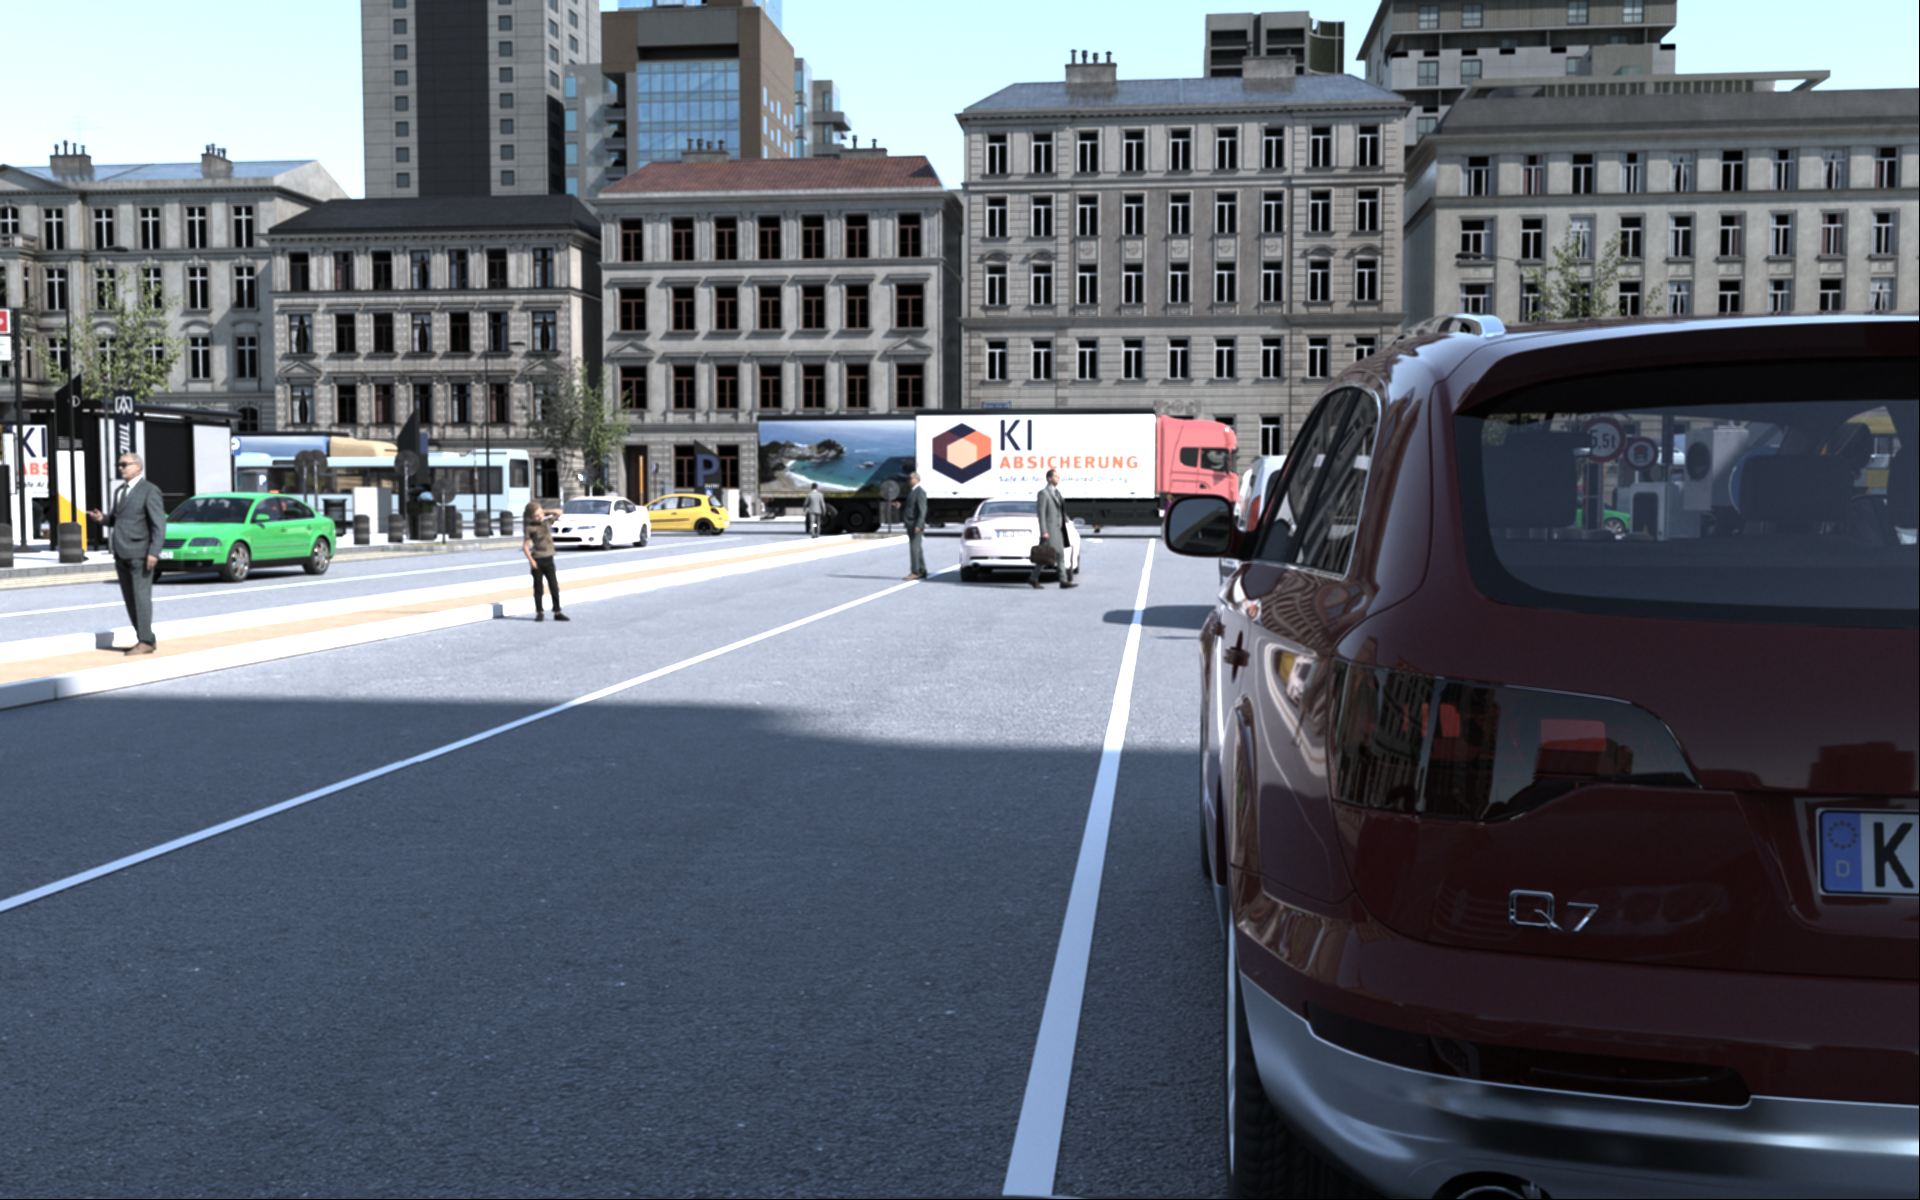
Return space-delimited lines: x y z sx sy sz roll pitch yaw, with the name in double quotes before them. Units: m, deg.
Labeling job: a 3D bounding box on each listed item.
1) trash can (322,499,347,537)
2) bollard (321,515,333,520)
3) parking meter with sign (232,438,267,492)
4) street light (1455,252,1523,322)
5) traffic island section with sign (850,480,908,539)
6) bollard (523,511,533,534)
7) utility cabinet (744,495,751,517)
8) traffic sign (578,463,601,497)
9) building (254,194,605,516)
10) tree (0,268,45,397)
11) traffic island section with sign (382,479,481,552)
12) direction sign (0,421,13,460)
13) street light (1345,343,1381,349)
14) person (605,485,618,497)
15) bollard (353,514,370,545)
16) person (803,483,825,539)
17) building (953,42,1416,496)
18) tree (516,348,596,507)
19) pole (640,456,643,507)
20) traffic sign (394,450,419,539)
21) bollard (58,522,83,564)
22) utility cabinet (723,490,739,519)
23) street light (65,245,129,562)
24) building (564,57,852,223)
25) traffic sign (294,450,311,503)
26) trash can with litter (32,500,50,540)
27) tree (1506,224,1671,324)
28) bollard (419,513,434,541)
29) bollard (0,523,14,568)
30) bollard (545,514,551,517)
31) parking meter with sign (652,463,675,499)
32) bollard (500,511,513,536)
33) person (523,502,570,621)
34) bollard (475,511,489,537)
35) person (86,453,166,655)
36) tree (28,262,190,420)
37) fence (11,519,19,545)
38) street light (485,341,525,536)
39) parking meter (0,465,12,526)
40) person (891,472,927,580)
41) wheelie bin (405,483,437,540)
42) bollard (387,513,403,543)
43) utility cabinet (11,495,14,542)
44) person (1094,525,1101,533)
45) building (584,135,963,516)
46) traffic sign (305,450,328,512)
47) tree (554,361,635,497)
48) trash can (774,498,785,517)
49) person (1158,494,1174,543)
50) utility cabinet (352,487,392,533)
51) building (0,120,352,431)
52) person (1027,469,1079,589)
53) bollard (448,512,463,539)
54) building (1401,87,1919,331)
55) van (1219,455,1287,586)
"trash can" -18.681 -2.453 51.757 0.748 1.137 0.748 0 3 0
"bollard" -15.321 -1.652 41.733 0.404 0.777 0.398 0 3 0
"parking meter with sign" -21.717 -3.488 53.294 1.738 3.016 0.543 1 4 23
"street light" 10.188 -3.716 33.291 1.470 5.913 1.316 0 4 7
"traffic island section with sign" -2.353 -2.893 55.444 2.006 1.907 1.989 0 4 7
"bollard" -13.746 -2.482 55.291 0.404 0.777 0.398 0 3 0
"utility cabinet" -11.897 -5.244 96.906 0.306 1.237 1.020 0 4 1
"traffic sign" -12.032 -3.219 56.268 0.795 2.450 0.064 0 4 7
"building" -30.543 -14.668 104.444 19.286 19.102 10.561 0 4 7
"tree" -24.082 -5.509 40.427 4.360 8.622 3.978 0 3 0
"traffic island section with sign" -13.201 -2.139 43.607 1.989 1.847 2.006 0 4 7
"direction sign" -29.660 -3.782 53.833 0.379 3.537 0.876 0 4 3
"street light" 12.529 -4.943 53.353 1.470 5.913 1.316 0 4 7
"person" -13.414 -3.554 66.961 0.716 1.782 0.532 -2 4 -33
"bollard" -15.094 -1.771 43.680 0.404 0.777 0.398 0 3 0
"person" -4.546 -2.772 54.098 0.678 1.792 0.850 0 4 -8
"building" 12.802 -18.601 101.382 25.104 27.353 12.463 0 4 7
"tree" -20.084 -8.355 86.967 4.360 8.622 3.978 0 3 0
"pole" -17.011 -6.033 92.485 0.158 3.312 0.155 0 3 0
"traffic sign" -15.958 -3.047 49.919 0.768 2.556 0.104 1 4 11
"bollard" -16.451 -1.058 32.023 0.404 0.777 0.398 0 3 0
"utility cabinet" -11.675 -4.869 88.283 0.318 1.500 1.173 1 4 19
"street light" -16.223 -3.671 32.570 1.470 5.913 1.316 0 4 7
"building" -27.734 -35.003 191.905 30.456 49.044 23.786 0 4 7
"traffic sign" -19.051 -3.076 50.396 0.768 2.556 0.104 1 4 15
"trash can with litter" -25.882 -2.286 48.765 1.055 1.170 0.624 0 4 2
"tree" 17.385 -5.980 48.131 4.737 8.622 4.395 0 3 0
"bollard" -14.647 -2.008 47.548 0.404 0.777 0.398 0 3 0
"bollard" -16.674 -0.940 30.091 0.404 0.777 0.398 0 3 0
"bollard" -13.515 -2.601 57.242 0.404 0.777 0.398 0 3 0
"parking meter with sign" -16.526 -6.226 98.057 1.738 3.016 0.543 -3 5 -39
"bollard" -13.972 -2.363 53.358 0.404 0.777 0.398 0 3 0
"person" -4.670 -0.436 19.538 0.435 1.345 0.340 -3 4 -37
"bollard" -14.192 -2.245 51.426 0.404 0.777 0.398 0 3 0
"person" -7.443 -0.417 15.491 0.661 1.801 0.590 2 4 26
"tree" -26.313 -6.352 54.212 4.737 8.622 4.395 0 3 0
"fence" -24.745 -1.733 43.706 2.069 0.683 0.278 1 4 13
"street light" -13.918 -4.915 52.909 1.470 5.913 1.316 0 4 7
"parking meter" -19.193 -1.766 34.590 0.399 1.863 0.255 1 4 15
"person" -0.825 -1.248 29.082 0.590 1.801 0.661 -1 4 -20
"wheelie bin" -15.051 -2.479 48.445 0.980 1.594 0.693 1 4 21
"bollard" -14.874 -1.890 45.613 0.404 0.777 0.398 0 3 0
"utility cabinet" -25.200 -2.211 44.833 1.173 1.500 0.318 -2 4 -23
"person" 4.996 -3.194 63.957 0.421 1.427 0.697 -3 4 -36
"building" -10.252 -16.351 103.502 21.152 22.565 11.583 0 4 7
"traffic sign" -18.522 -3.040 49.815 0.768 2.556 0.104 1 4 16
"tree" -19.936 -8.810 94.413 4.737 8.622 4.395 0 3 0
"trash can" -10.138 -5.241 97.343 0.748 1.137 0.748 0 3 0
"person" 5.988 -2.393 50.864 0.776 1.435 0.726 -1 4 -20
"utility cabinet" -19.012 -2.896 56.034 1.173 1.500 0.318 -2 4 -33
"building" -56.980 -17.836 110.710 34.723 24.649 14.460 0 4 7
"person" 1.407 -1.077 26.204 0.767 1.812 0.694 2 4 30
"bollard" -14.420 -2.126 49.483 0.404 0.777 0.398 0 3 0
"building" 40.913 -16.336 100.376 30.059 22.955 16.112 0 4 7
"van" 3.887 -0.780 19.759 2.013 2.044 4.112 0 4 5
